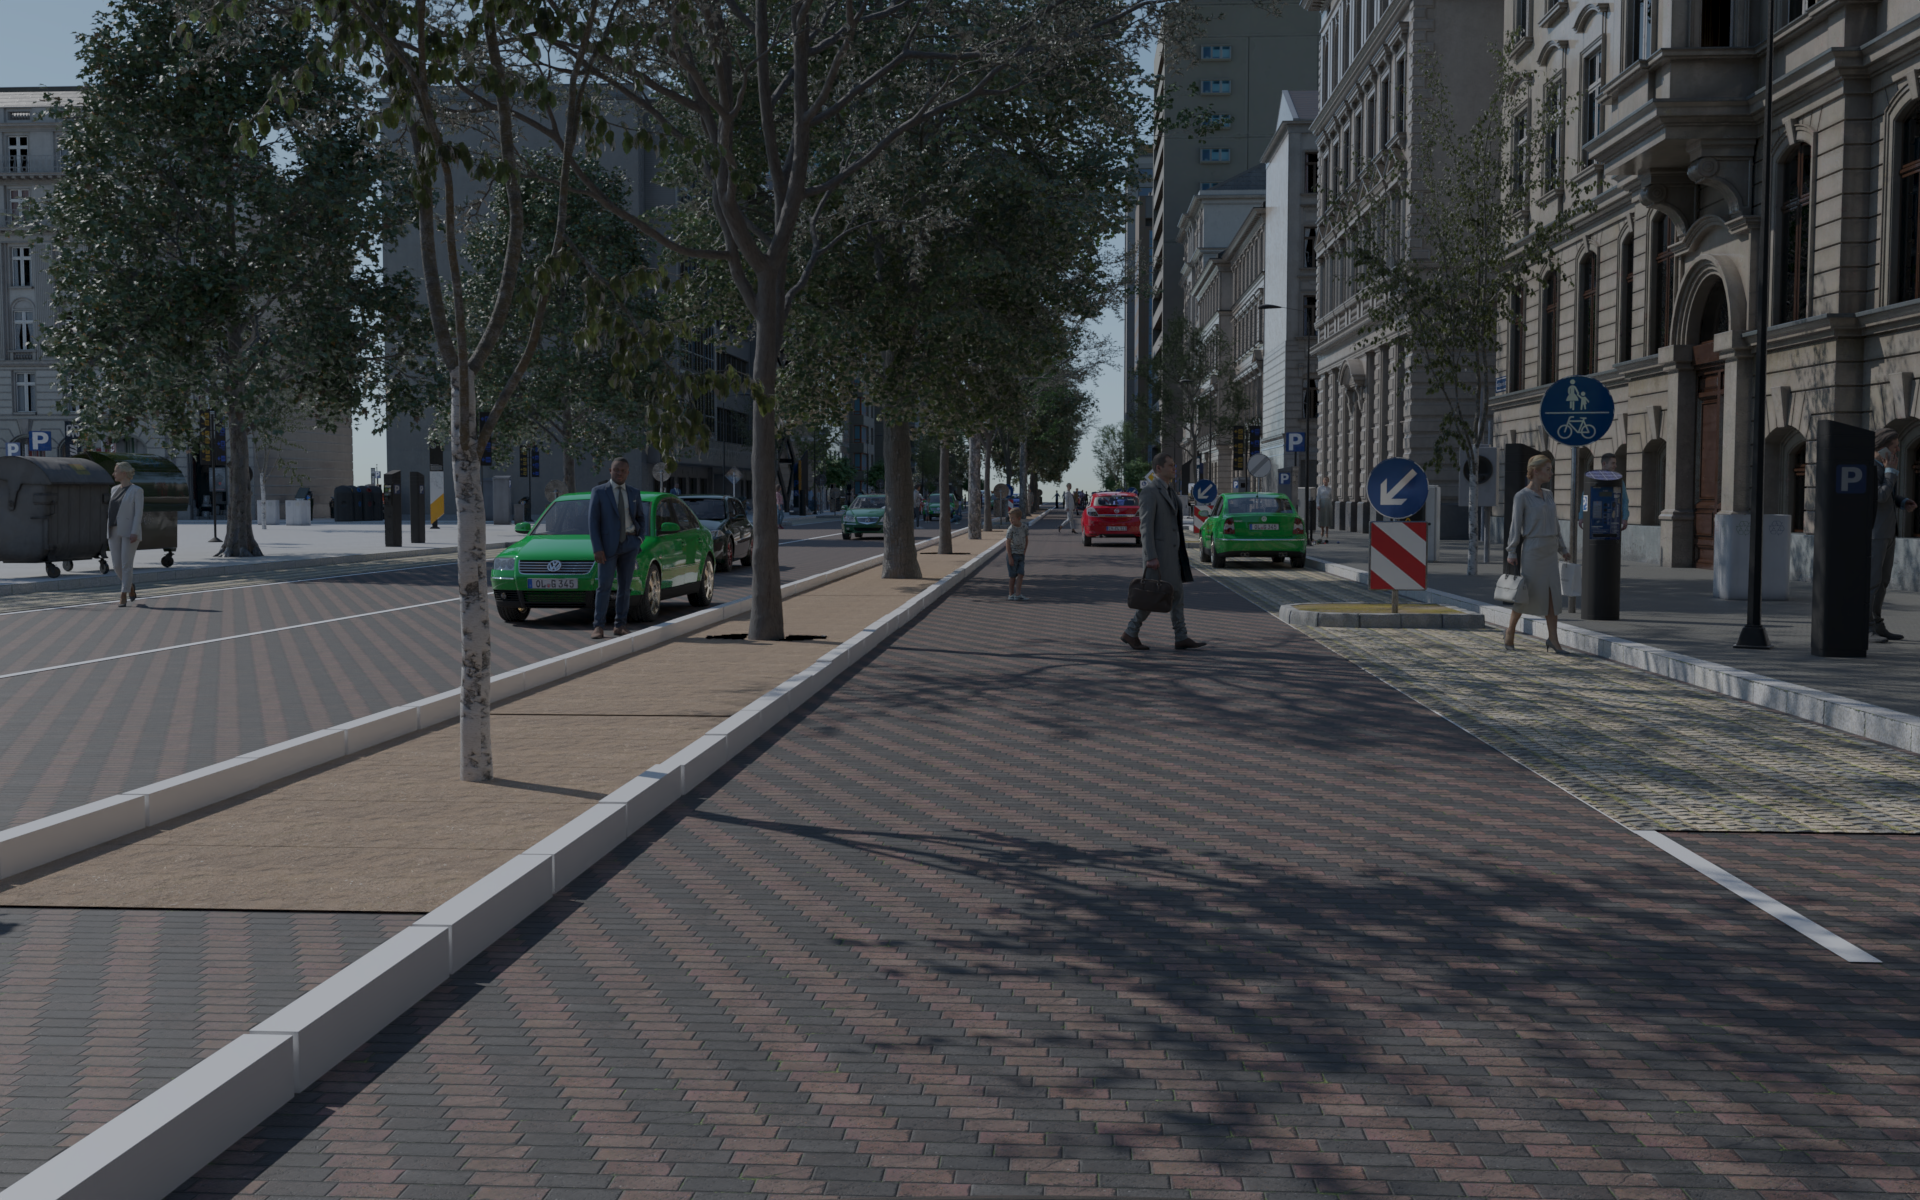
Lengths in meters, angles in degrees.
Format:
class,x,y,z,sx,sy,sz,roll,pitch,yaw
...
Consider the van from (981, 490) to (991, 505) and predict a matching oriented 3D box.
class,x,y,z,sx,sy,sz,roll,pitch,yaw
van,2.714,-11.483,194.750,2.013,2.044,4.112,0,4,5

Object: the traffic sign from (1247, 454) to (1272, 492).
class,x,y,z,sx,sy,sz,roll,pitch,yaw
traffic sign,9.428,-3.333,54.598,0.768,2.556,0.104,1,4,9

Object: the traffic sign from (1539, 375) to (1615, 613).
class,x,y,z,sx,sy,sz,roll,pitch,yaw
traffic sign,6.604,-1.132,18.614,0.768,2.556,0.104,1,4,12

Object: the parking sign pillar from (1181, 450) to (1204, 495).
class,x,y,z,sx,sy,sz,roll,pitch,yaw
parking sign pillar,14.734,-7.456,110.375,1.447,3.967,1.447,0,4,3

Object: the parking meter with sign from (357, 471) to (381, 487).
class,x,y,z,sx,sy,sz,roll,pitch,yaw
parking meter with sign,-44.579,-8.231,130.839,0.543,3.016,1.738,2,4,28

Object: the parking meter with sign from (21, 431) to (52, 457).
class,x,y,z,sx,sy,sz,roll,pitch,yaw
parking meter with sign,-25.066,-3.112,47.143,0.543,3.016,1.738,-2,4,-24

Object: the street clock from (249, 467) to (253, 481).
class,x,y,z,sx,sy,sz,roll,pitch,yaw
street clock,-17.647,-2.327,42.609,0.471,2.002,0.358,1,4,15

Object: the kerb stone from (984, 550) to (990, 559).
class,x,y,z,sx,sy,sz,roll,pitch,yaw
kerb stone,0.509,-0.931,37.412,0.120,0.150,1.000,0,4,4

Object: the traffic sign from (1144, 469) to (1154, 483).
class,x,y,z,sx,sy,sz,roll,pitch,yaw
traffic sign,8.781,-4.682,78.733,0.795,2.593,0.064,0,4,4

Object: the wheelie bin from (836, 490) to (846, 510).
class,x,y,z,sx,sy,sz,roll,pitch,yaw
wheelie bin,-9.640,-8.006,138.810,0.693,1.594,0.980,3,5,42

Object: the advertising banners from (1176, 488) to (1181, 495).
class,x,y,z,sx,sy,sz,roll,pitch,yaw
advertising banners,15.717,-7.843,124.415,0.090,3.025,2.074,1,4,22

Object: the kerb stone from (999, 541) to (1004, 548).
class,x,y,z,sx,sy,sz,roll,pitch,yaw
kerb stone,0.980,-1.369,44.577,0.120,0.150,1.000,0,4,4

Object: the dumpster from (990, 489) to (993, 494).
class,x,y,z,sx,sy,sz,roll,pitch,yaw
dumpster,5.062,-17.573,292.273,1.985,2.255,1.502,0,4,6

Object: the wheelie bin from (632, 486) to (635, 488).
class,x,y,z,sx,sy,sz,roll,pitch,yaw
wheelie bin,-13.595,-3.859,71.001,0.980,1.594,0.693,1,4,15

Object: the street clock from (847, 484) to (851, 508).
class,x,y,z,sx,sy,sz,roll,pitch,yaw
street clock,-7.897,-7.264,123.333,0.358,2.002,0.471,1,4,12

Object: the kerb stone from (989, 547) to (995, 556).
class,x,y,z,sx,sy,sz,roll,pitch,yaw
kerb stone,0.649,-1.052,39.463,0.120,0.150,1.000,0,4,4

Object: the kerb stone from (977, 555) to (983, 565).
class,x,y,z,sx,sy,sz,roll,pitch,yaw
kerb stone,0.312,-0.740,34.336,0.120,0.150,1.000,0,4,4

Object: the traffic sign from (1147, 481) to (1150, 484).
class,x,y,z,sx,sy,sz,roll,pitch,yaw
traffic sign,13.098,-7.189,117.638,0.768,2.556,0.104,1,4,11

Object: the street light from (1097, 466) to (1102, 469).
class,x,y,z,sx,sy,sz,roll,pitch,yaw
street light,23.616,-19.114,285.054,1.470,5.913,1.316,0,4,4

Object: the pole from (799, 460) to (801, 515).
class,x,y,z,sx,sy,sz,roll,pitch,yaw
pole,-9.646,-6.765,104.448,0.158,3.312,0.155,0,3,0

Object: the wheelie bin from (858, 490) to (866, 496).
class,x,y,z,sx,sy,sz,roll,pitch,yaw
wheelie bin,-7.450,-7.624,132.565,0.693,1.594,0.980,1,4,14

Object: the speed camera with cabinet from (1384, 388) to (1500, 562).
class,x,y,z,sx,sy,sz,roll,pitch,yaw
speed camera with cabinet,9.050,-2.338,32.566,2.038,3.252,0.660,1,4,22

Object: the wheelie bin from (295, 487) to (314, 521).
class,x,y,z,sx,sy,sz,roll,pitch,yaw
wheelie bin,-31.393,-4.589,82.940,0.980,1.594,0.693,1,4,21

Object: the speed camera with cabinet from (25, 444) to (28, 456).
class,x,y,z,sx,sy,sz,roll,pitch,yaw
speed camera with cabinet,-36.578,-4.550,68.735,0.660,3.252,2.038,-3,5,-44

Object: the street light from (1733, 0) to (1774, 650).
class,x,y,z,sx,sy,sz,roll,pitch,yaw
street light,6.076,-2.554,14.303,1.470,5.913,1.316,0,4,4

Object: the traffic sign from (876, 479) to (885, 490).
class,x,y,z,sx,sy,sz,roll,pitch,yaw
traffic sign,-6.789,-8.998,147.216,0.768,2.556,0.104,1,4,12

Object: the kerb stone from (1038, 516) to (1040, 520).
class,x,y,z,sx,sy,sz,roll,pitch,yaw
kerb stone,4.006,-4.215,91.115,0.120,0.150,1.000,0,4,4

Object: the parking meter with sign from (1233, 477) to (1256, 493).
class,x,y,z,sx,sy,sz,roll,pitch,yaw
parking meter with sign,12.725,-5.025,78.421,1.738,3.016,0.543,-2,4,-30

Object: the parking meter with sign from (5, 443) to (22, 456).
class,x,y,z,sx,sy,sz,roll,pitch,yaw
parking meter with sign,-32.088,-3.764,57.805,0.543,3.016,1.738,0,4,7

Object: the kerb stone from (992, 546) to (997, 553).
class,x,y,z,sx,sy,sz,roll,pitch,yaw
kerb stone,0.715,-1.117,40.483,0.120,0.150,1.000,0,4,4

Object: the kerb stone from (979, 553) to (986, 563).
class,x,y,z,sx,sy,sz,roll,pitch,yaw
kerb stone,0.388,-0.806,35.368,0.120,0.150,1.000,0,4,4

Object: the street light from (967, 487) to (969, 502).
class,x,y,z,sx,sy,sz,roll,pitch,yaw
street light,1.814,-18.090,268.308,1.470,5.913,1.316,0,4,4

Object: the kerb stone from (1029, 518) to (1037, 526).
class,x,y,z,sx,sy,sz,roll,pitch,yaw
kerb stone,3.532,-3.778,83.966,0.120,0.150,1.000,0,4,4

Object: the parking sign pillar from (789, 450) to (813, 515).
class,x,y,z,sx,sy,sz,roll,pitch,yaw
parking sign pillar,-9.740,-7.184,105.928,1.447,3.967,1.447,1,4,19

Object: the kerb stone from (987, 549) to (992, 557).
class,x,y,z,sx,sy,sz,roll,pitch,yaw
kerb stone,0.582,-0.993,38.433,0.120,0.150,1.000,0,4,4

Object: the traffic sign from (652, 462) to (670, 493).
class,x,y,z,sx,sy,sz,roll,pitch,yaw
traffic sign,-11.967,-4.243,69.475,0.768,2.556,0.104,0,4,4

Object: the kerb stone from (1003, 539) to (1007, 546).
class,x,y,z,sx,sy,sz,roll,pitch,yaw
kerb stone,1.110,-1.492,46.618,0.120,0.150,1.000,0,4,4

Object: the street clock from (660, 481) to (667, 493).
class,x,y,z,sx,sy,sz,roll,pitch,yaw
street clock,-12.104,-4.038,70.585,0.358,2.002,0.471,-1,4,-12

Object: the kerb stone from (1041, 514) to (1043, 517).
class,x,y,z,sx,sy,sz,roll,pitch,yaw
kerb stone,4.526,-4.717,99.323,0.120,0.150,1.000,0,4,4

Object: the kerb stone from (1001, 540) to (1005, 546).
class,x,y,z,sx,sy,sz,roll,pitch,yaw
kerb stone,1.045,-1.431,45.598,0.120,0.150,1.000,0,4,4

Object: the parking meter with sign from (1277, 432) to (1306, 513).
class,x,y,z,sx,sy,sz,roll,pitch,yaw
parking meter with sign,9.090,-3.174,48.157,0.543,3.016,1.738,2,4,27

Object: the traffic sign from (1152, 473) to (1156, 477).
class,x,y,z,sx,sy,sz,roll,pitch,yaw
traffic sign,8.265,-4.194,70.765,0.795,2.593,0.064,0,4,4

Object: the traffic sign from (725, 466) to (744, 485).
class,x,y,z,sx,sy,sz,roll,pitch,yaw
traffic sign,-9.391,-4.265,71.925,0.795,2.593,0.064,0,4,4

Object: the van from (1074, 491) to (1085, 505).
class,x,y,z,sx,sy,sz,roll,pitch,yaw
van,15.371,-13.288,224.276,2.013,2.044,4.112,0,4,5

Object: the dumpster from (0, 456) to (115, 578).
class,x,y,z,sx,sy,sz,roll,pitch,yaw
dumpster,-14.260,-1.301,27.034,1.264,1.857,1.865,0,4,4

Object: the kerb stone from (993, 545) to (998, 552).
class,x,y,z,sx,sy,sz,roll,pitch,yaw
kerb stone,0.775,-1.174,41.504,0.120,0.150,1.000,0,4,4

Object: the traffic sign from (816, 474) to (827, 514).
class,x,y,z,sx,sy,sz,roll,pitch,yaw
traffic sign,-8.913,-6.768,110.766,0.768,2.556,0.104,0,4,7

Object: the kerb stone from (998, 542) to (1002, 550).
class,x,y,z,sx,sy,sz,roll,pitch,yaw
kerb stone,0.918,-1.306,43.545,0.120,0.150,1.000,0,4,4

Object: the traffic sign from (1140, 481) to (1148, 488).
class,x,y,z,sx,sy,sz,roll,pitch,yaw
traffic sign,13.901,-7.872,130.830,0.606,2.300,0.079,0,4,5

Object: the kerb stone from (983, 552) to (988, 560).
class,x,y,z,sx,sy,sz,roll,pitch,yaw
kerb stone,0.443,-0.868,36.392,0.120,0.150,1.000,0,4,4

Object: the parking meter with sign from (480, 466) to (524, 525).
class,x,y,z,sx,sy,sz,roll,pitch,yaw
parking meter with sign,-19.063,-4.640,72.120,1.738,3.016,0.543,0,4,-2

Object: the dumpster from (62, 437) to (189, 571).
class,x,y,z,sx,sy,sz,roll,pitch,yaw
dumpster,-14.293,-1.646,29.410,1.502,2.255,1.985,0,4,4

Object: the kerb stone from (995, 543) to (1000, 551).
class,x,y,z,sx,sy,sz,roll,pitch,yaw
kerb stone,0.847,-1.243,42.525,0.120,0.150,1.000,0,4,4

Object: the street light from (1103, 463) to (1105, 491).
class,x,y,z,sx,sy,sz,roll,pitch,yaw
street light,20.138,-15.746,229.989,1.470,5.913,1.316,0,4,4
